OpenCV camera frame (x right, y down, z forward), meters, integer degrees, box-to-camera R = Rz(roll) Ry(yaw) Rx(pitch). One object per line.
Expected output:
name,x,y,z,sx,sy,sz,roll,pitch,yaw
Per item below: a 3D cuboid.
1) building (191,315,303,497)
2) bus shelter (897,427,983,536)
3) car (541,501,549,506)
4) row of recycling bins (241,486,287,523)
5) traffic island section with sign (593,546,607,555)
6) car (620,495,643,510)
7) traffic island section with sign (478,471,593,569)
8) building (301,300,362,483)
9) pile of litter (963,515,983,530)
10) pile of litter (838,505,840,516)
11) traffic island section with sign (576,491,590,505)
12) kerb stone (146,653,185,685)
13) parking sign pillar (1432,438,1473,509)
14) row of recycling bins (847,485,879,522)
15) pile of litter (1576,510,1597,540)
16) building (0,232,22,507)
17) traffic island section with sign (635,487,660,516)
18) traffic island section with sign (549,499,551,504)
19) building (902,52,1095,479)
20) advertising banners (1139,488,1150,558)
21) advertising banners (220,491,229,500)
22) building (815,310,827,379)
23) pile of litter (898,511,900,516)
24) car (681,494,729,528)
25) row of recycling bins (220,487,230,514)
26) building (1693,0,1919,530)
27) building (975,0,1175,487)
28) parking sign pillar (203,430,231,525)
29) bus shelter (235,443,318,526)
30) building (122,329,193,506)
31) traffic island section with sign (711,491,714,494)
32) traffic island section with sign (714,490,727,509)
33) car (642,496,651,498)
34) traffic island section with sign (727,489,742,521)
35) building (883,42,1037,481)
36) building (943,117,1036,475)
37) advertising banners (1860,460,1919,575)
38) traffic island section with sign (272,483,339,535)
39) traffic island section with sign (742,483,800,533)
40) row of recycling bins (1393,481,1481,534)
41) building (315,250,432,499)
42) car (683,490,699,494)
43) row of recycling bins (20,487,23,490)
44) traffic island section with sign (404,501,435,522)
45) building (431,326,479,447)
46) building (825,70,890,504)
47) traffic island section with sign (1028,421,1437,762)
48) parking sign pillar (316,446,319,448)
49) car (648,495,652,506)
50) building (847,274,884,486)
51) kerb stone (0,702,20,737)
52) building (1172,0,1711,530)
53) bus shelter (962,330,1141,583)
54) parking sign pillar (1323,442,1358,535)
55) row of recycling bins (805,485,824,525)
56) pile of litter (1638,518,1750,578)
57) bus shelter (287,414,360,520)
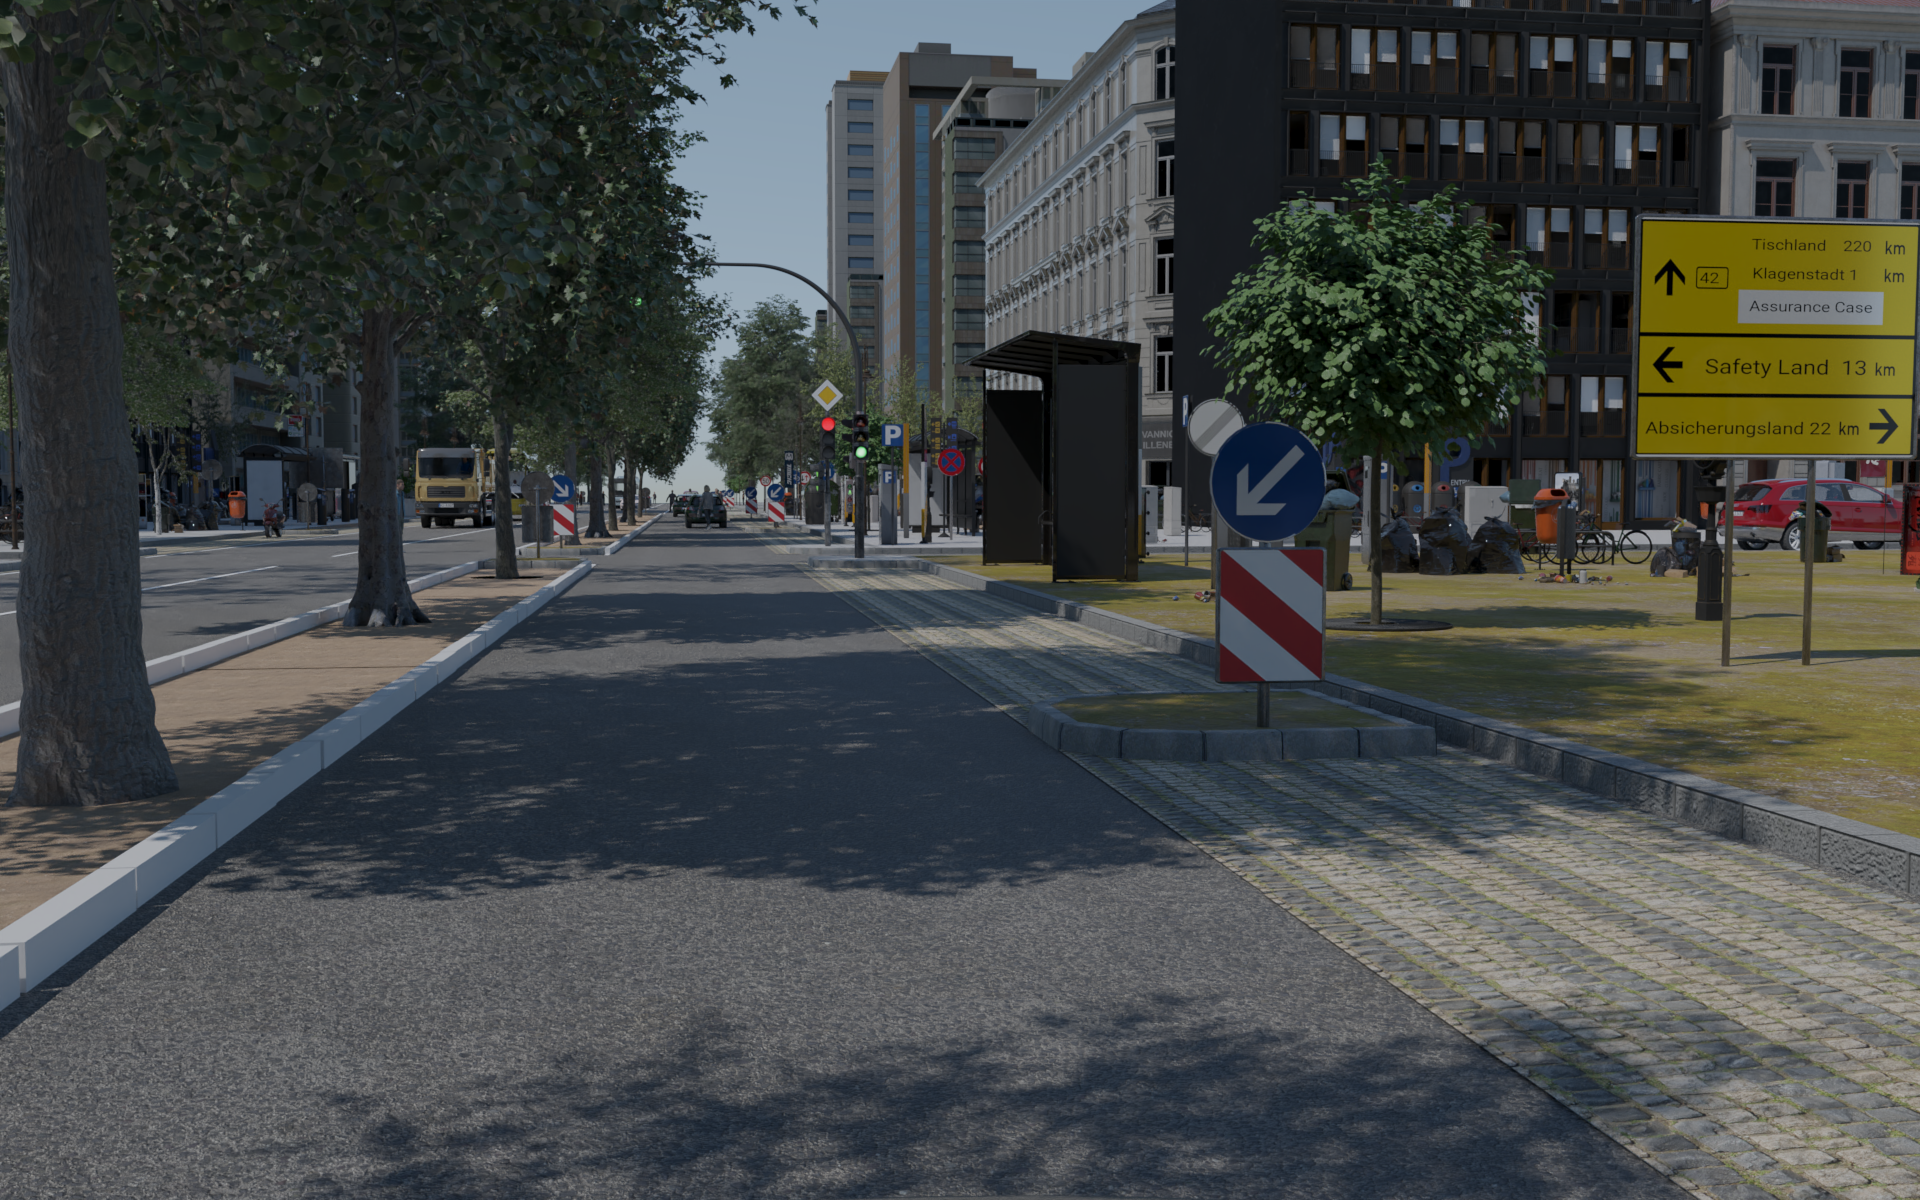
building,-59.435,-30.358,120.050,21.300,48.544,21.600,-1,4,-9
bus shelter,-0.668,-3.717,54.704,2.014,3.302,5.546,-1,4,-9
car,-29.711,-6.841,120.895,2.155,1.783,4.494,-1,4,-8
row of recycling bins,-31.752,-4.400,79.046,1.069,1.692,3.534,0,4,4
traffic island section with sign,-9.453,-2.025,41.245,2.006,1.907,1.989,-1,4,-9
car,-29.211,-8.681,154.290,2.083,1.381,4.827,0,4,-7
traffic island section with sign,-8.327,-1.577,33.924,2.006,1.907,1.989,-1,4,-9
building,-66.681,-18.362,145.257,27.650,21.520,28.899,-1,4,-9
pile of litter,0.807,-2.949,62.173,1.176,0.858,1.719,-2,4,-24
pile of litter,-5.844,-4.685,90.566,1.176,0.858,1.719,1,4,15
traffic island section with sign,-47.794,-12.921,219.888,1.989,1.847,2.006,-1,4,-9
kerb stone,-6.160,0.547,13.252,0.120,0.150,1.000,-1,4,-9
parking sign pillar,16.653,-4.285,58.524,1.447,3.967,1.447,-1,4,-13
row of recycling bins,-4.232,-4.513,80.898,1.069,1.692,3.534,2,4,28
pile of litter,17.251,-2.121,48.646,1.719,0.858,1.176,-3,4,-38
building,-49.707,-17.929,79.036,13.634,28.700,20.117,-1,4,-9
traffic island section with sign,-20.983,-6.566,115.497,2.006,1.907,1.989,-1,4,-9
traffic island section with sign,-39.354,-9.595,165.502,1.989,1.847,2.006,-1,4,-9
building,11.377,-28.432,156.744,32.217,40.220,23.993,-1,4,-9
advertising banners,3.058,-2.315,34.039,0.090,3.025,2.074,3,5,45
advertising banners,-40.228,-6.006,94.385,0.090,3.025,2.074,3,5,41
building,-15.753,-30.534,270.924,14.160,30.474,14.107,-1,4,-9
pile of litter,-3.304,-5.418,102.552,1.719,0.858,1.176,2,4,27
car,-10.885,-3.931,74.063,2.009,1.686,4.222,-1,4,-10
row of recycling bins,-41.169,-5.488,96.840,3.534,1.692,1.069,-2,4,-35
building,35.944,-14.133,67.224,21.152,22.565,11.583,-1,4,-9
building,12.811,-19.705,98.591,17.030,29.872,44.131,-1,4,-9
parking sign pillar,-31.200,-5.124,72.244,1.447,3.967,1.447,-2,4,-30
bus shelter,-28.272,-4.766,71.853,2.014,3.302,5.546,-1,4,-9
building,-52.052,-16.374,97.391,12.332,23.373,15.834,-1,4,-9
traffic island section with sign,-23.022,-9.749,168.017,1.989,1.847,2.006,-1,4,-9
traffic island section with sign,-18.747,-8.059,140.385,1.989,1.847,2.006,-1,4,-9
car,-36.828,-11.695,200.259,2.155,1.783,4.494,0,4,-8
traffic island section with sign,-11.193,-5.085,91.769,1.989,1.847,2.006,-1,4,-9
building,-0.027,-32.049,174.113,14.600,45.320,14.200,-1,4,-9
building,5.469,-22.335,136.886,14.160,30.474,14.107,-1,4,-9
advertising banners,15.119,-1.897,27.209,2.074,3.025,0.090,3,5,43
traffic island section with sign,-23.222,-3.236,61.539,1.989,1.847,2.006,-1,4,-9
traffic island section with sign,-7.046,-3.446,64.969,1.989,1.847,2.006,-1,4,-9
row of recycling bins,15.072,-2.980,55.843,3.534,1.692,1.069,0,4,1
building,-79.938,-32.125,217.125,32.217,40.220,23.993,-1,4,-9
car,-28.291,-10.607,182.104,2.281,1.827,5.304,-1,4,-9
row of recycling bins,-41.334,-4.321,77.759,1.069,1.692,3.534,-1,4,-11
traffic island section with sign,-27.357,-4.865,88.176,1.989,1.847,2.006,-1,4,-9
building,-81.913,-39.965,242.664,28.713,52.752,27.495,-1,4,-9
building,-8.602,-43.246,249.075,21.231,58.520,28.212,-1,4,-9
traffic island section with sign,1.462,-0.096,10.196,1.989,1.847,2.006,-1,4,-9
parking sign pillar,-35.905,-6.630,96.867,1.447,3.967,1.447,-2,4,-35
car,-38.713,-12.256,212.386,2.014,1.417,4.499,-1,4,-10
building,-8.067,-27.933,228.398,14.160,30.474,14.107,-1,4,-9
kerb stone,-5.688,0.733,10.218,0.120,0.150,1.000,-1,4,-9
building,17.457,-14.436,65.702,15.834,23.373,12.332,-1,4,-9
bus shelter,1.367,-2.247,28.014,1.731,3.624,6.357,-1,4,-9
parking sign pillar,11.780,-4.031,54.378,1.447,3.967,1.447,0,4,-3
row of recycling bins,-6.116,-4.084,73.887,1.069,1.692,3.534,0,4,-5
pile of litter,11.537,-0.798,27.010,1.719,0.858,1.176,0,4,-3
bus shelter,-33.067,-6.863,89.835,2.179,5.291,8.768,-1,4,-9
